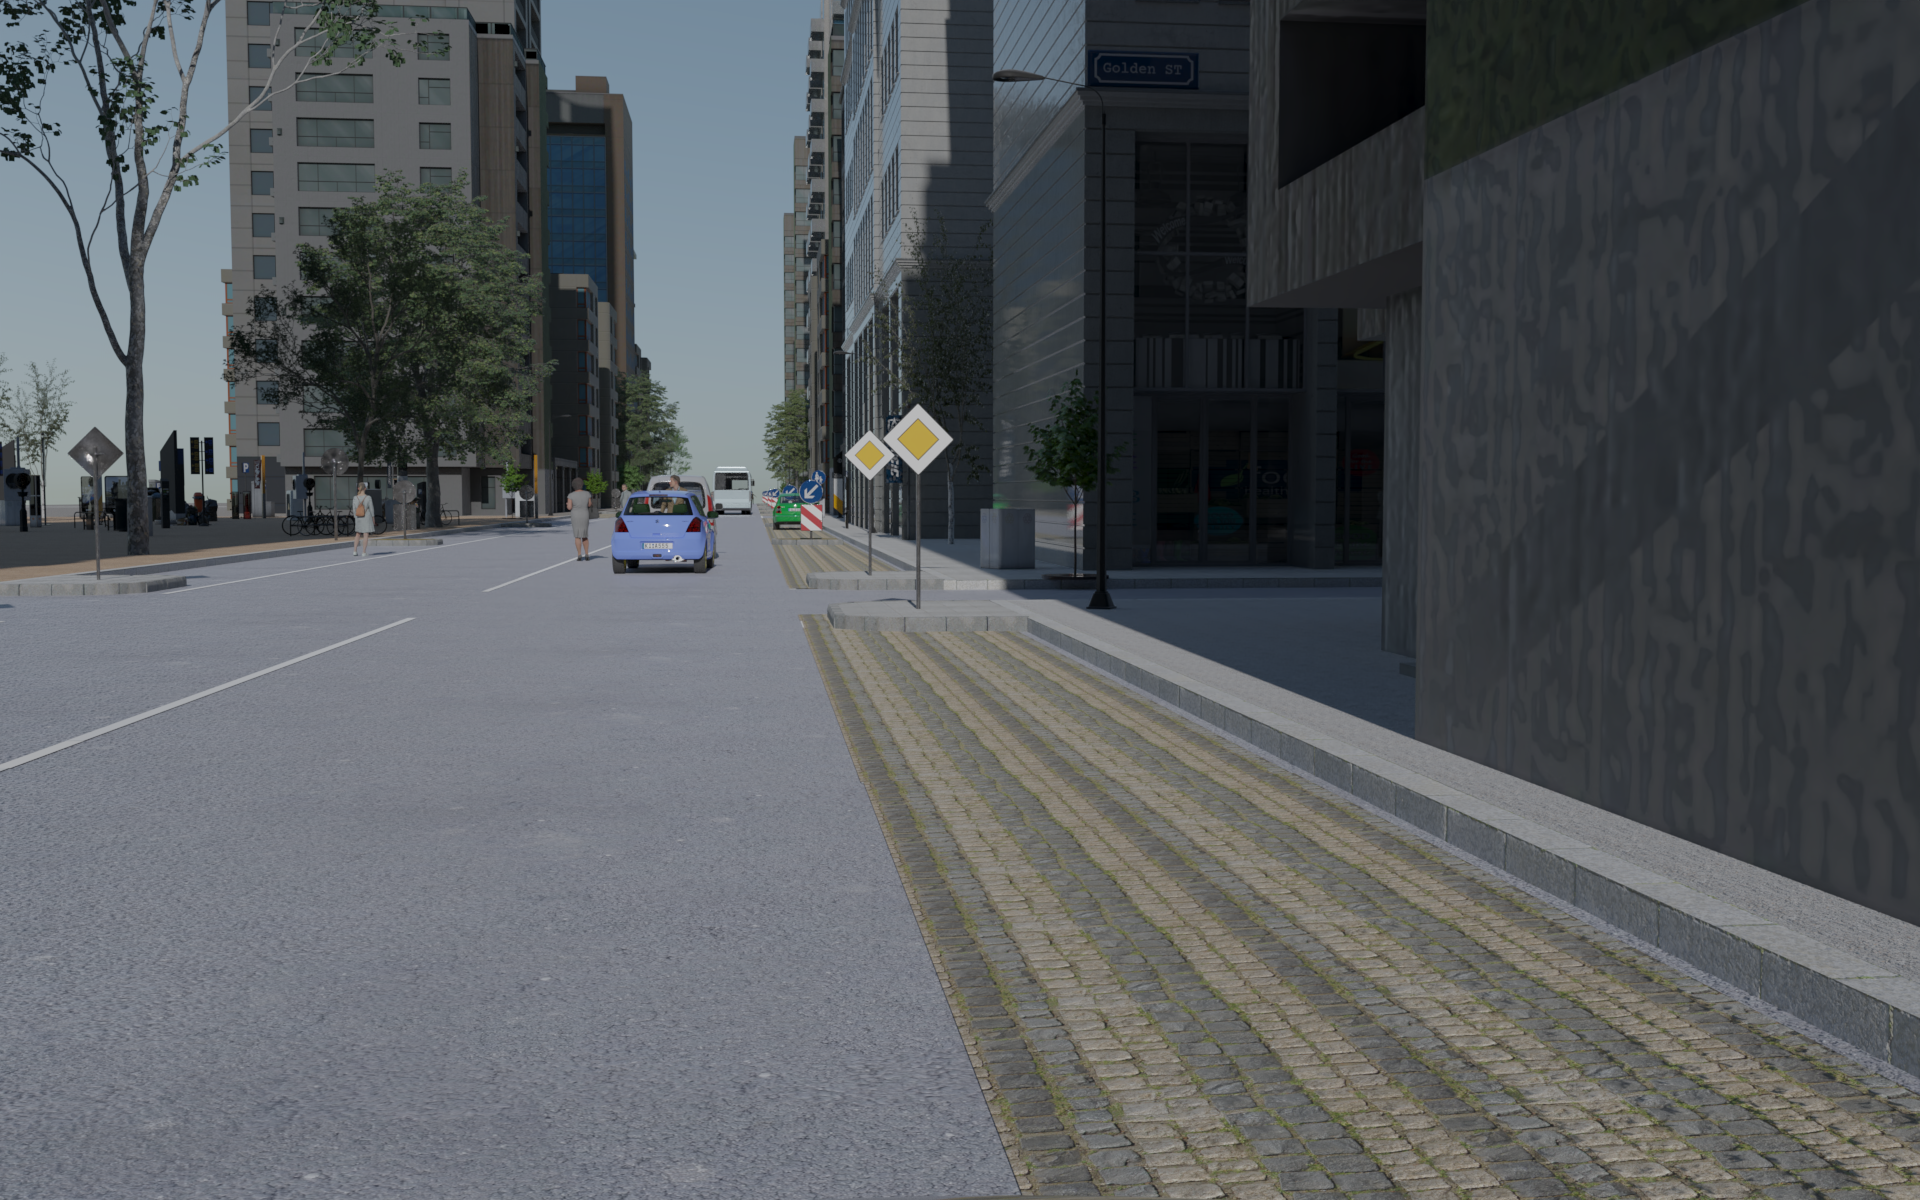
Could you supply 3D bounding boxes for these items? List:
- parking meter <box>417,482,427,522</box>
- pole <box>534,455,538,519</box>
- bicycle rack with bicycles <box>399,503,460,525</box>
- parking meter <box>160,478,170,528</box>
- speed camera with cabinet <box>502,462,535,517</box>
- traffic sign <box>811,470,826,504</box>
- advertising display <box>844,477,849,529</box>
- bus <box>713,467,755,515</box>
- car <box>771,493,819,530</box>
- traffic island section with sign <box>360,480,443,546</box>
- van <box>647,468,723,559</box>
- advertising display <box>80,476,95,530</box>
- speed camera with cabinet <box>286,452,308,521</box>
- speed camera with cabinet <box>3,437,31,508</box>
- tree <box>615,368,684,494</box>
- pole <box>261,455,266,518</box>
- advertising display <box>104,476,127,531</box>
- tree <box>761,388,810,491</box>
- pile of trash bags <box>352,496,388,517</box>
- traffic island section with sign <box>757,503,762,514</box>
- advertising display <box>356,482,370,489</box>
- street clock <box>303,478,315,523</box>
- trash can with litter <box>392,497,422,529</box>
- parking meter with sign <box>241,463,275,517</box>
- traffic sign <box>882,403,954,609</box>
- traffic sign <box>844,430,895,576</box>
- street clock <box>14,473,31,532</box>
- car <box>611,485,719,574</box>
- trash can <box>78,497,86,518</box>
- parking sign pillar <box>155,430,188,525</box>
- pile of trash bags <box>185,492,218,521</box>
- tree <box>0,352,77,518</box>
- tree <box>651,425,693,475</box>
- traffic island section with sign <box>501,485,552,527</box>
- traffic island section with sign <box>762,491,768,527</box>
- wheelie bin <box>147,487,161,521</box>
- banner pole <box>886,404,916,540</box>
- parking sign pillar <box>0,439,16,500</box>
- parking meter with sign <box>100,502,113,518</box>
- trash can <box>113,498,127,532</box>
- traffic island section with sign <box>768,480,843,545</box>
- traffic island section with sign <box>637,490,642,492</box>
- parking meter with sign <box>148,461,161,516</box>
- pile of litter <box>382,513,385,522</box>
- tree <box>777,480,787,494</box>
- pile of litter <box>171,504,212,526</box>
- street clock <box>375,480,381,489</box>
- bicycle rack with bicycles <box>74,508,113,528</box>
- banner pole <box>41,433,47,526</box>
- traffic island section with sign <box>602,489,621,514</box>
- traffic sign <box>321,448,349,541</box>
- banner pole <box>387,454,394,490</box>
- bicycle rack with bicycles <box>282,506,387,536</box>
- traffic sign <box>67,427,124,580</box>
[{"bbox_3d":[-25.093,-4.590,80.756,0.399,1.863,0.255,2,4,24],"label":"parking meter"},{"bbox_3d":[-22.114,-5.905,90.385,0.158,3.312,0.155,0,3,0],"label":"pole"},{"bbox_3d":[-22.125,-3.539,71.252,2.852,0.926,2.925,2,4,26],"label":"bicycle rack with bicycles"},{"bbox_3d":[-29.690,-3.607,64.691,0.255,1.863,0.399,-2,4,-35],"label":"parking meter"},{"bbox_3d":[-24.540,-6.232,96.237,2.038,3.252,0.660,3,4,36],"label":"speed camera with cabinet"},{"bbox_3d":[-7.558,-5.663,92.694,0.768,2.556,0.104,0,4,1],"label":"traffic sign"},{"bbox_3d":[-4.223,-3.630,64.557,0.123,1.923,0.974,0,4,-8],"label":"advertising display"},{"bbox_3d":[-16.141,-7.863,123.423,2.948,3.499,13.247,0,4,-6],"label":"bus"},{"bbox_3d":[-6.677,-3.750,70.114,1.959,1.807,4.718,0,4,-6],"label":"car"},{"bbox_3d":[-15.637,-2.448,48.645,1.989,1.847,2.006,0,4,-7],"label":"traffic island section with sign"},{"bbox_3d":[-6.411,-1.988,39.522,2.013,2.044,4.112,-1,4,-9],"label":"van"},{"bbox_3d":[-31.128,-3.468,61.923,0.974,1.923,0.123,3,4,37],"label":"advertising display"},{"bbox_3d":[-31.530,-5.383,82.341,0.660,3.252,2.038,-2,4,-33],"label":"speed camera with cabinet"},{"bbox_3d":[-33.218,-3.996,59.664,2.038,3.252,0.660,0,4,-7],"label":"speed camera with cabinet"},{"bbox_3d":[-33.059,-16.434,175.353,9.857,13.997,8.962,0,3,0],"label":"tree"},{"bbox_3d":[-36.577,-5.939,90.941,0.158,3.312,0.155,0,3,0],"label":"pole"},{"bbox_3d":[-29.455,-3.387,60.597,0.974,1.923,0.123,1,4,12],"label":"advertising display"},{"bbox_3d":[-17.689,-16.353,185.504,7.486,12.596,7.792,0,3,0],"label":"tree"},{"bbox_3d":[-32.905,-5.305,96.483,1.912,1.369,3.447,-3,4,-36],"label":"pile of trash bags"},{"bbox_3d":[-13.556,-7.180,126.020,1.989,1.847,2.006,0,4,-7],"label":"traffic island section with sign"},{"bbox_3d":[-31.328,-5.241,90.897,0.974,1.923,0.123,2,4,33],"label":"advertising display"},{"bbox_3d":[-29.134,-4.466,77.591,0.358,2.002,0.471,3,4,37],"label":"street clock"},{"bbox_3d":[-20.273,-3.184,63.441,1.055,1.170,0.624,0,4,2],"label":"trash can with litter"},{"bbox_3d":[-39.001,-6.122,96.358,1.738,3.016,0.543,1,4,12],"label":"parking meter with sign"},{"bbox_3d":[-0.467,-0.955,19.263,0.795,2.450,0.064,0,4,-7],"label":"traffic sign"},{"bbox_3d":[-1.417,-1.440,27.191,0.795,2.450,0.064,0,4,-7],"label":"traffic sign"},{"bbox_3d":[-31.813,-3.317,58.803,0.358,2.002,0.471,2,4,35],"label":"street clock"},{"bbox_3d":[-5.519,-1.399,32.463,1.945,1.707,3.694,0,4,-5],"label":"car"},{"bbox_3d":[-44.568,-4.687,88.282,0.748,1.137,0.748,0,3,0],"label":"trash can"},{"bbox_3d":[-33.407,-5.198,73.459,1.447,3.967,1.447,3,5,40],"label":"parking sign pillar"},{"bbox_3d":[-35.678,-4.351,80.888,1.912,1.369,3.447,-2,4,-29],"label":"pile of trash bags"},{"bbox_3d":[-49.580,-8.730,93.093,4.360,8.622,3.978,0,3,0],"label":"tree"},{"bbox_3d":[-43.718,-20.370,258.810,9.928,11.665,9.643,0,3,0],"label":"tree"},{"bbox_3d":[-18.848,-4.084,75.409,1.989,1.847,2.006,0,4,-7],"label":"traffic island section with sign"},{"bbox_3d":[-7.577,-4.125,76.071,1.989,1.847,2.006,0,4,-7],"label":"traffic island section with sign"},{"bbox_3d":[-37.920,-4.491,81.330,0.980,1.594,0.693,0,3,0],"label":"wheelie bin"},{"bbox_3d":[-1.657,-3.556,48.150,0.863,3.779,0.401,0,4,-2],"label":"banner pole"},{"bbox_3d":[-47.318,-5.938,85.562,1.447,3.967,1.447,-1,4,-11],"label":"parking sign pillar"},{"bbox_3d":[-45.389,-5.919,93.030,1.738,3.016,0.543,-3,4,-38],"label":"parking meter with sign"},{"bbox_3d":[-28.411,-2.893,58.959,0.748,1.137,0.748,0,3,0],"label":"trash can"},{"bbox_3d":[-4.367,-2.488,49.307,1.989,1.847,2.006,0,4,-7],"label":"traffic island section with sign"},{"bbox_3d":[-28.022,-8.770,152.010,1.989,1.847,2.006,0,4,-7],"label":"traffic island section with sign"},{"bbox_3d":[-42.332,-5.806,91.192,1.738,3.016,0.543,2,4,35],"label":"parking meter with sign"},{"bbox_3d":[-26.737,-3.937,78.338,1.176,0.858,1.719,2,4,32],"label":"pile of litter"},{"bbox_3d":[-22.456,-13.762,219.614,1.663,3.219,1.824,0,3,0],"label":"tree"},{"bbox_3d":[-31.602,-3.491,71.043,1.719,0.858,1.176,-2,4,-24],"label":"pile of litter"},{"bbox_3d":[-29.142,-5.026,86.742,0.358,2.002,0.471,-1,4,-8],"label":"street clock"},{"bbox_3d":[-32.221,-3.229,66.168,2.852,0.926,2.925,1,4,11],"label":"bicycle rack with bicycles"},{"bbox_3d":[-37.272,-4.924,70.531,0.401,3.779,0.863,-2,4,-34],"label":"banner pole"},{"bbox_3d":[-24.792,-7.121,125.057,1.989,1.847,2.006,0,4,-7],"label":"traffic island section with sign"},{"bbox_3d":[-17.222,-2.913,47.732,0.768,2.556,0.104,0,4,-2],"label":"traffic sign"},{"bbox_3d":[-29.899,-6.176,90.999,0.401,3.779,0.863,1,4,9],"label":"banner pole"},{"bbox_3d":[-19.522,-2.449,53.426,2.925,0.926,2.852,0,4,3],"label":"bicycle rack with bicycles"},{"bbox_3d":[-12.882,-1.358,25.843,0.795,2.450,0.064,0,4,-7],"label":"traffic sign"}]
